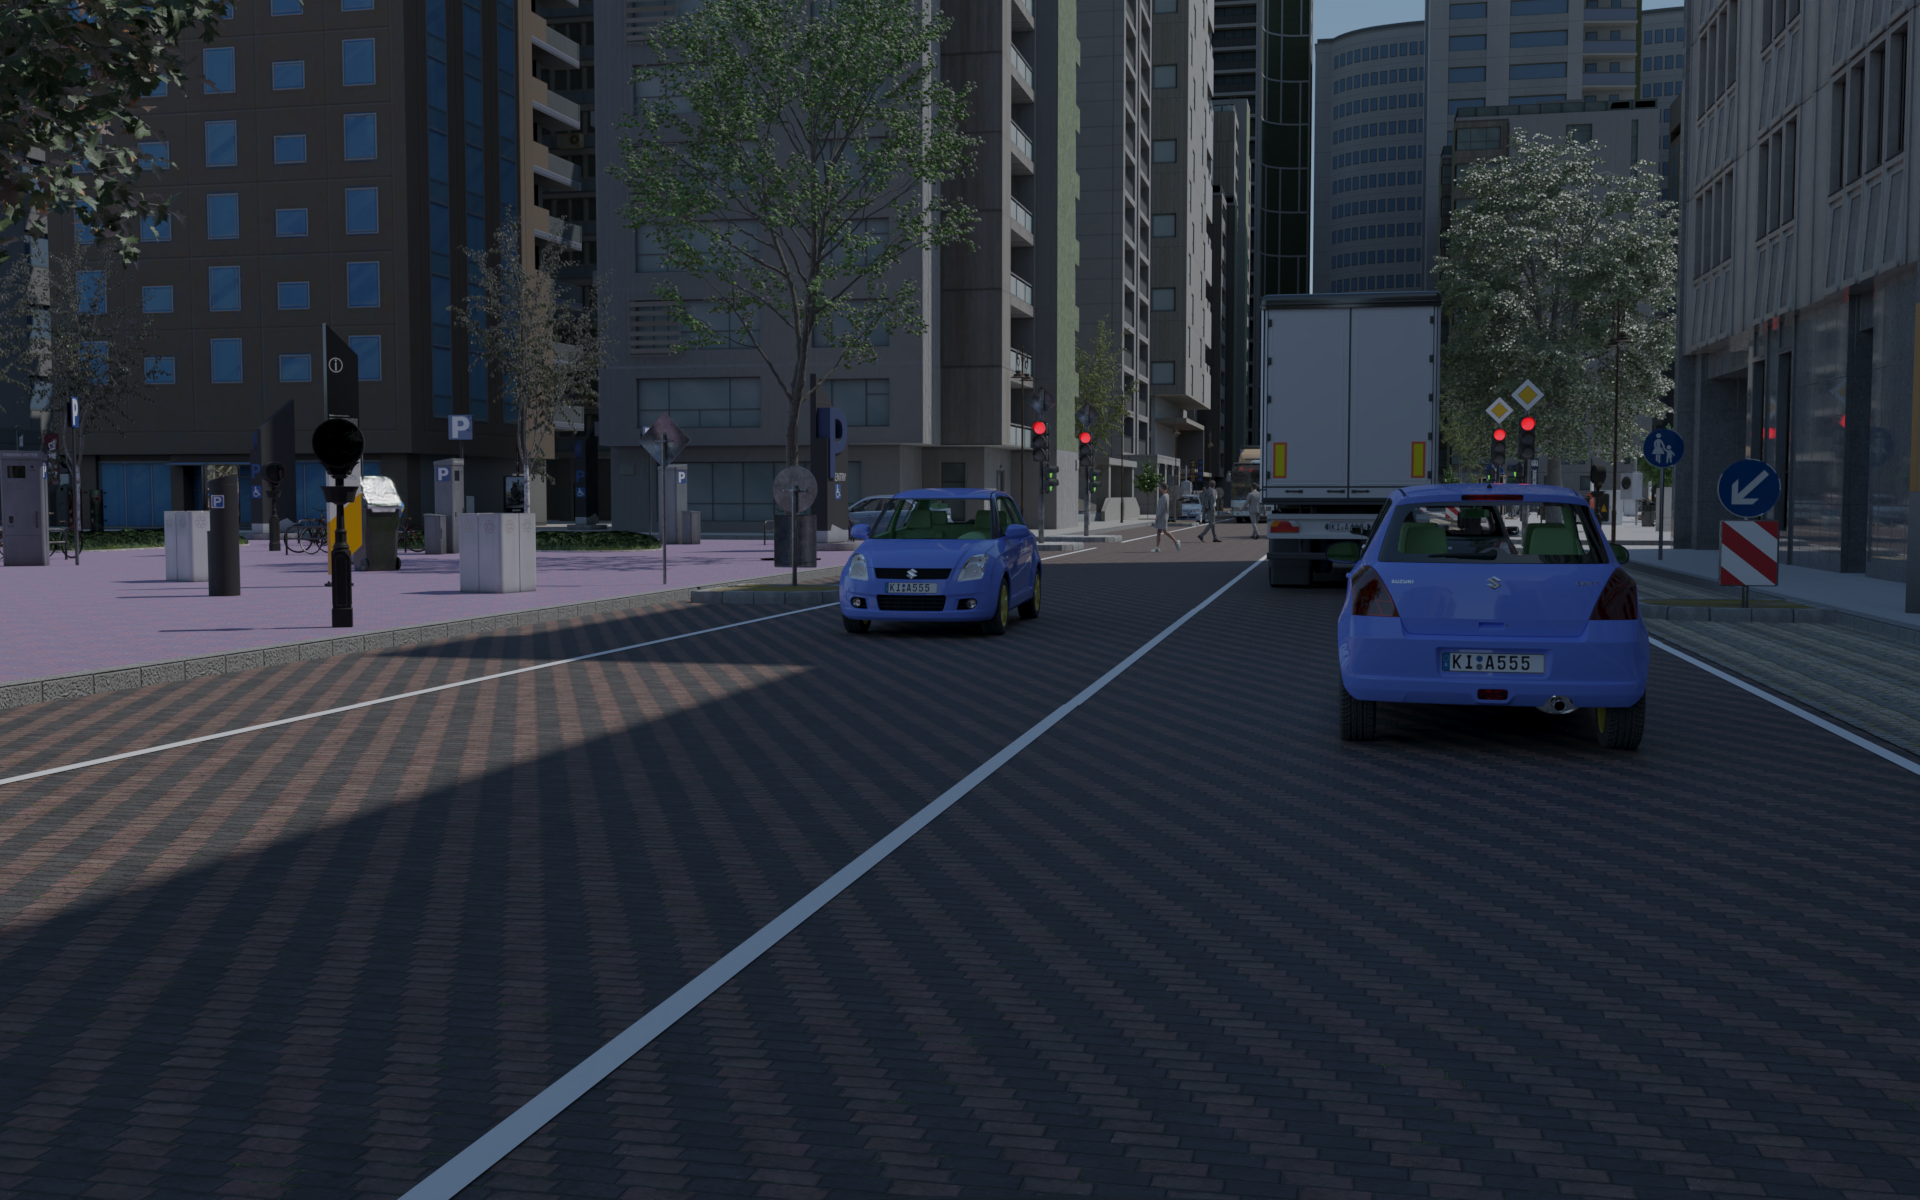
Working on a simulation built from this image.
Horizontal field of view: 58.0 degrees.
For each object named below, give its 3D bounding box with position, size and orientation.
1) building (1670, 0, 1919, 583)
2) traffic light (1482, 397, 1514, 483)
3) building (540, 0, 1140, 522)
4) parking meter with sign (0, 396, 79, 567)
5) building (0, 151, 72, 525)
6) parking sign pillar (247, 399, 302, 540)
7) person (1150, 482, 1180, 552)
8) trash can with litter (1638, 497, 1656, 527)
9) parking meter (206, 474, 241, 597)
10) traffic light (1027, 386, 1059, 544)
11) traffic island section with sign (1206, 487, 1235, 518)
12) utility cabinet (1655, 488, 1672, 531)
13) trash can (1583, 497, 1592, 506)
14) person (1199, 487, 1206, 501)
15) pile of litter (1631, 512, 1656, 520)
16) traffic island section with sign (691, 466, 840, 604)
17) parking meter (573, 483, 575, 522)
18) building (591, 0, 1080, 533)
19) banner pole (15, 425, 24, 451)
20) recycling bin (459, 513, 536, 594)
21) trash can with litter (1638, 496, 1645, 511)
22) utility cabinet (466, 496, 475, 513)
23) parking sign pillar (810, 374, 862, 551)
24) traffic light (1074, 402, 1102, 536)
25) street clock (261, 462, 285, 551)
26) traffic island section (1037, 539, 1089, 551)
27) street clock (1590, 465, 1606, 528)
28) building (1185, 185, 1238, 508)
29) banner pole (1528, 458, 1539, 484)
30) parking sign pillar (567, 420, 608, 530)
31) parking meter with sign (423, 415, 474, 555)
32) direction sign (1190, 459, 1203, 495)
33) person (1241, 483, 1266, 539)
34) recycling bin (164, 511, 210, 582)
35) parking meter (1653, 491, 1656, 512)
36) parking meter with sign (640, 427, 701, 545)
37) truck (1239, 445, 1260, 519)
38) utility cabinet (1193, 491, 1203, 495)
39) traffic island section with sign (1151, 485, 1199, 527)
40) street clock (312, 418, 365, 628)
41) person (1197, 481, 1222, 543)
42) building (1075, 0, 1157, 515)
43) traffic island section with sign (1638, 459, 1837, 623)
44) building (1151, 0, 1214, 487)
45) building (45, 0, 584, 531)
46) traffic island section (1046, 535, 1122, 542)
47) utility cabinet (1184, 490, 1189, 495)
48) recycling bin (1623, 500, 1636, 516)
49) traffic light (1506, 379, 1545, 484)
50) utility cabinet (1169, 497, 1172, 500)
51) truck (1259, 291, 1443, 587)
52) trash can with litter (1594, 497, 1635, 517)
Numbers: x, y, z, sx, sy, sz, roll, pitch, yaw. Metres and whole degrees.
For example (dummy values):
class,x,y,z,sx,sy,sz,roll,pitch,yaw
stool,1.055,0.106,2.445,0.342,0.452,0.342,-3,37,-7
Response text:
class,x,y,z,sx,sy,sz,roll,pitch,yaw
building,20.432,-12.907,29.059,12.078,24.808,19.932,1,4,13
traffic light,15.546,-3.741,50.093,0.839,4.253,0.868,1,4,13
building,-7.464,-24.330,89.670,32.217,40.220,23.993,1,4,13
parking meter with sign,-16.686,-2.116,30.864,1.738,3.016,0.543,-1,4,-16
building,-51.753,-32.710,76.810,28.212,58.520,21.231,1,4,13
parking sign pillar,-19.342,-3.688,48.776,1.447,3.967,1.447,1,4,22
person,5.059,-2.050,42.768,0.760,1.731,0.466,-1,4,-21
trash can with litter,27.009,-3.428,67.431,1.055,1.170,0.624,0,4,0
parking meter,-9.282,-0.820,21.816,0.372,1.533,0.369,0,3,0
traffic light,2.127,-3.423,44.882,0.839,4.253,0.868,1,4,13
traffic island section with sign,15.503,-5.805,103.538,1.989,1.847,2.006,1,4,13
utility cabinet,24.190,-3.065,58.786,1.173,1.500,0.318,-1,4,-19
trash can,26.342,-3.771,73.307,0.748,1.137,0.748,0,3,0
person,12.794,-5.020,90.849,0.520,1.790,0.573,1,4,15
pile of litter,33.648,-4.337,84.870,1.719,0.858,1.176,-1,4,-10
traffic island section with sign,-2.373,-0.910,23.500,1.989,1.847,2.006,1,4,13
parking meter,-17.628,-4.535,79.851,0.255,1.863,0.399,1,4,12
building,-3.731,-23.092,61.156,14.154,41.232,14.086,1,4,13
banner pole,-33.983,-4.444,62.680,0.401,3.779,0.863,-3,5,-44
recycling bin,-6.059,-0.621,22.703,0.722,1.027,0.722,2,4,26
trash can with litter,38.156,-5.333,98.244,2.233,1.210,1.678,0,4,2
utility cabinet,-32.034,-6.232,113.051,1.020,1.237,0.306,3,4,36
parking sign pillar,-2.968,-3.114,39.389,1.447,3.967,1.447,1,4,17
traffic light,3.868,-3.899,52.676,0.839,4.253,0.868,1,4,13
street clock,-15.435,-2.103,38.960,0.358,2.002,0.471,3,5,42
traffic island section,2.090,-1.391,45.025,2.009,0.180,2.903,1,4,13
street clock,15.775,-2.342,42.858,0.358,2.002,0.471,0,4,-1
building,18.408,-23.882,162.176,14.160,30.474,14.107,1,4,13
banner pole,35.157,-7.124,106.497,0.863,3.779,0.401,0,4,6
parking sign pillar,-13.447,-4.519,62.364,1.447,3.967,1.447,0,4,8
parking meter with sign,-11.050,-2.514,37.369,0.543,3.016,1.738,0,4,5
direction sign,15.362,-7.382,112.697,0.876,3.537,0.379,-1,4,-14
person,9.327,-2.818,54.849,0.678,1.792,0.850,-1,4,-18
recycling bin,-11.232,-0.797,25.593,0.722,1.027,0.722,3,4,36
parking meter,42.731,-5.985,106.270,0.372,1.533,0.369,0,3,0
parking meter with sign,-7.379,-2.945,44.409,1.738,3.016,0.543,3,4,36
truck,17.859,-6.915,101.970,2.839,4.237,11.283,1,4,13
utility cabinet,16.780,-6.813,120.070,1.173,1.500,0.318,1,4,23
traffic island section with sign,9.634,-4.196,77.227,1.989,1.847,2.006,1,4,13
street clock,-5.959,-0.739,16.657,0.471,2.002,0.358,-1,4,-16
person,7.424,-2.610,51.268,0.850,1.850,0.679,-1,4,-17
building,4.463,-41.517,117.058,20.563,71.187,20.611,1,4,13
traffic island section with sign,8.898,-0.707,20.185,1.989,1.847,2.006,1,4,13
building,6.429,-33.833,142.405,28.713,52.752,27.495,1,4,13
building,-24.234,-25.464,66.451,14.200,45.320,14.600,1,4,13
traffic island section,3.831,-1.868,52.819,2.009,0.180,2.903,1,4,13
utility cabinet,13.667,-5.850,104.330,0.318,1.500,1.173,0,4,6
recycling bin,39.493,-5.478,102.116,0.722,1.027,0.722,1,4,17
traffic light,13.805,-3.265,42.299,0.839,4.253,0.868,1,4,13
utility cabinet,13.286,-6.013,109.481,0.306,1.237,1.020,-1,4,-15
truck,6.611,-2.491,29.641,2.839,4.237,11.283,1,4,12
trash can with litter,33.107,-4.761,88.902,2.233,1.210,1.678,-2,4,-31
